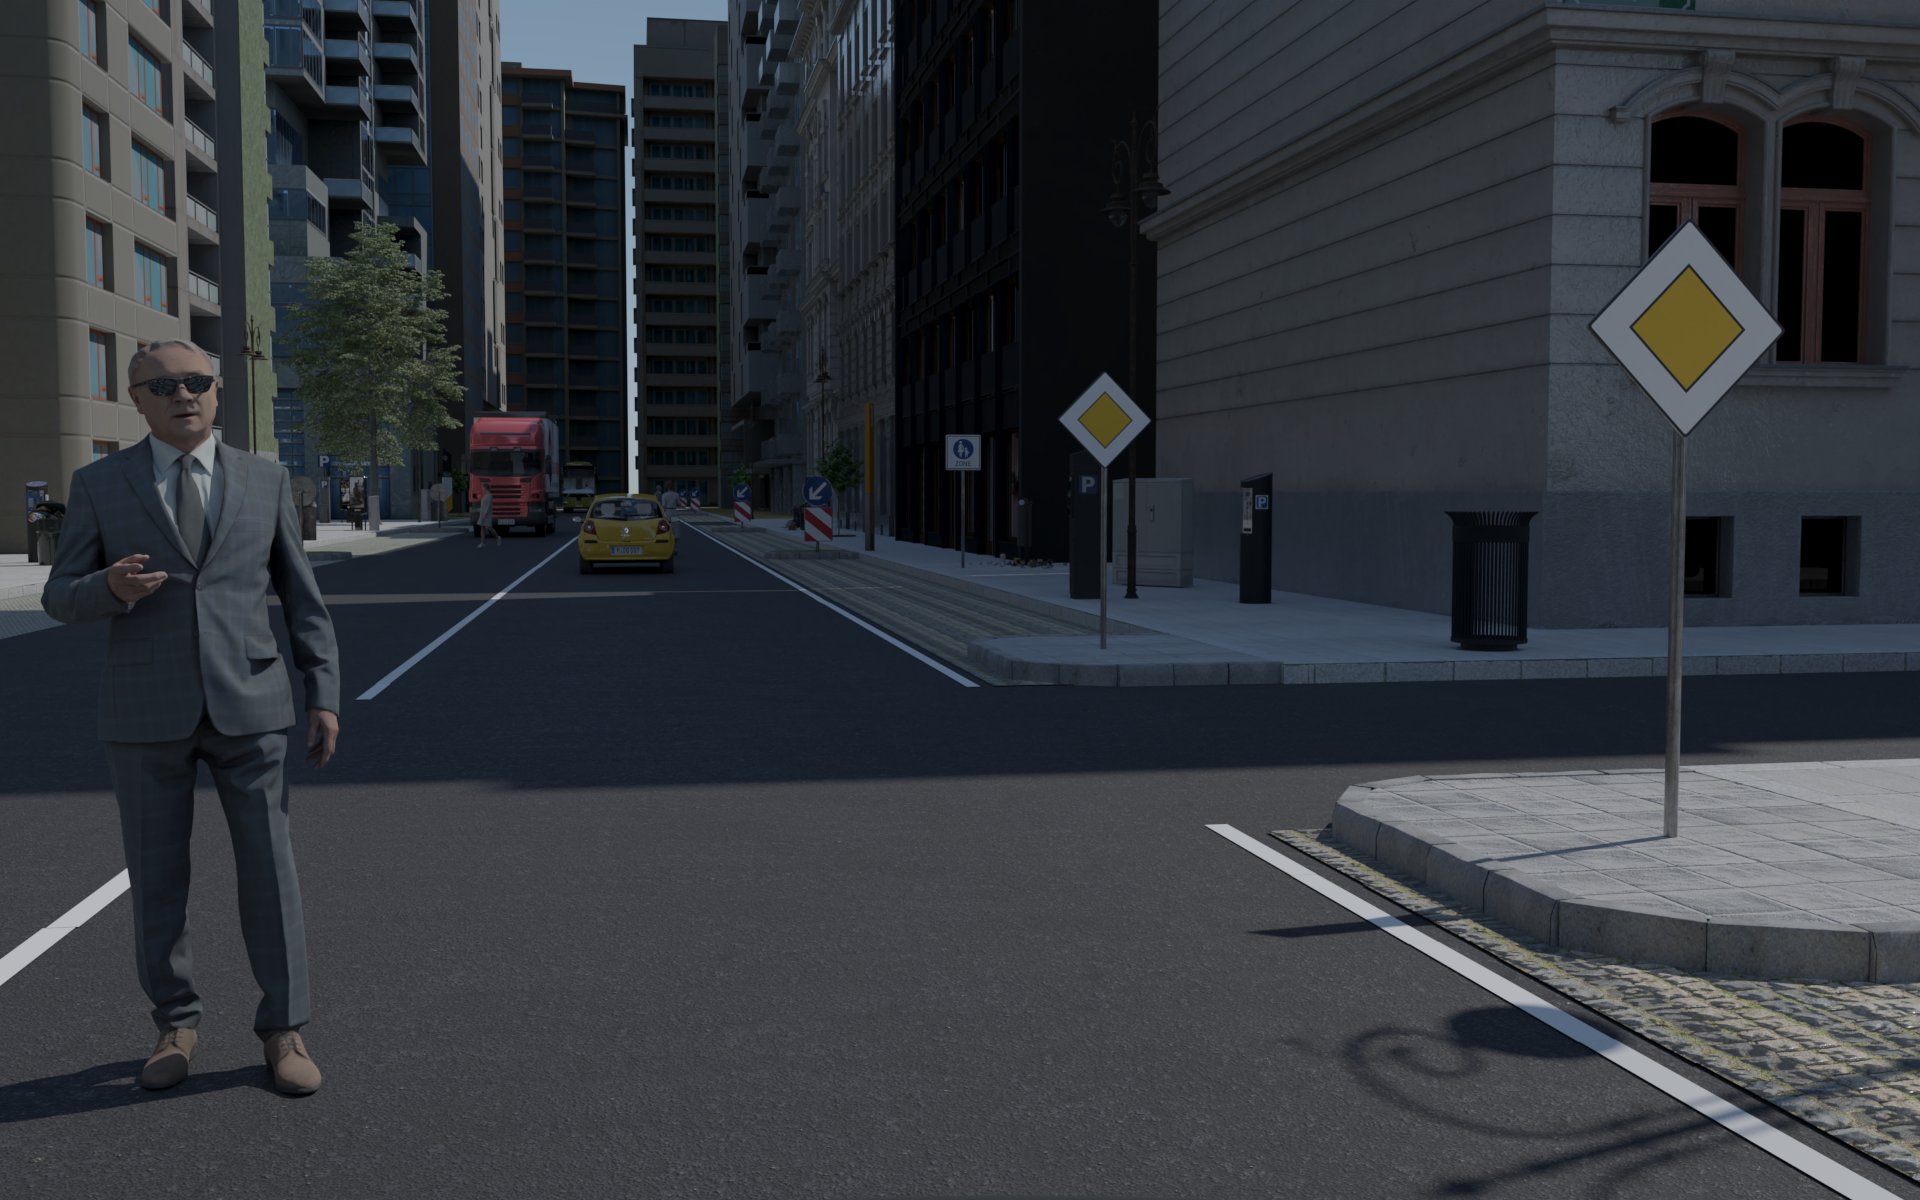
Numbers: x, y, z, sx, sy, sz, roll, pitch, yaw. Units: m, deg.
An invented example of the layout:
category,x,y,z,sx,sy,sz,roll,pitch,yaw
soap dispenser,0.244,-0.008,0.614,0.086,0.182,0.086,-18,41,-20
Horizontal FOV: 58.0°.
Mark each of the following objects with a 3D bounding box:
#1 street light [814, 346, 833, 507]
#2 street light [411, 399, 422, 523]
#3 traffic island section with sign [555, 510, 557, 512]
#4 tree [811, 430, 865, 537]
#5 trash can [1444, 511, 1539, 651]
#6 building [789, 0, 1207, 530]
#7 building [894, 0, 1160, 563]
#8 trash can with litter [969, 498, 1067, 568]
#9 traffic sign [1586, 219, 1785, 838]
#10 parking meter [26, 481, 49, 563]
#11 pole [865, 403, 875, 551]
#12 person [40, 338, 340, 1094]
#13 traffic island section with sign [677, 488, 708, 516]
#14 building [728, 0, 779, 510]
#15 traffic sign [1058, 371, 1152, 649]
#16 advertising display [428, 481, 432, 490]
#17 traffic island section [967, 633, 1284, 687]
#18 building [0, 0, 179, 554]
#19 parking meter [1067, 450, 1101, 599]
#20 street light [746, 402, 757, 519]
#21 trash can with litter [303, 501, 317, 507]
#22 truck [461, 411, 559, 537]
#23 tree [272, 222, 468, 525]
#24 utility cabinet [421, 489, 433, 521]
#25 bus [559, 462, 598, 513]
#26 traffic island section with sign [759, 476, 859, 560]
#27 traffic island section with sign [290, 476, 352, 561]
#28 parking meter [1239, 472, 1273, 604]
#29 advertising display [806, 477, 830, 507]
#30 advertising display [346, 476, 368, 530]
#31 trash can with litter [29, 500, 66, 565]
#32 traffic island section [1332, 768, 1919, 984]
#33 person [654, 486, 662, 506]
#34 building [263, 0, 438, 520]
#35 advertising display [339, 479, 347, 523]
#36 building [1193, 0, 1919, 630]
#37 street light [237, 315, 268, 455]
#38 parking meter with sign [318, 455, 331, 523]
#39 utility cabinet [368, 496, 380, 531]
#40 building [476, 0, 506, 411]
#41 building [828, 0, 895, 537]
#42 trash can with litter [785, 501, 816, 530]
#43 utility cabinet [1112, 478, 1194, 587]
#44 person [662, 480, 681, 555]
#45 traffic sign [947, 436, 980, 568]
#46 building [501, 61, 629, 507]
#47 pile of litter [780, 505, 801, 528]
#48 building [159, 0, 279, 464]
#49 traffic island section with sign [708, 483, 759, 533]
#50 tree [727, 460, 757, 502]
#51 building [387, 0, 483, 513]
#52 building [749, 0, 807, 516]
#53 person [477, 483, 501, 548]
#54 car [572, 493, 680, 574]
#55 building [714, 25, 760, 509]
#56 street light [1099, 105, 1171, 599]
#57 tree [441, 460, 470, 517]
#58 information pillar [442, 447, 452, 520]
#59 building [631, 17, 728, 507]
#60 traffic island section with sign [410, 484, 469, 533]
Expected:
category,x,y,z,sx,sy,sz,roll,pitch,yaw
street light,-4.275,-4.973,54.104,0.468,5.910,1.993,-1,4,-11
street light,-24.369,-6.429,77.908,0.468,5.910,1.993,-1,4,-11
traffic island section with sign,-33.565,-8.027,139.870,1.989,1.847,2.006,-1,4,-11
tree,-3.516,-3.517,52.099,1.663,3.219,1.824,0,3,0
trash can,4.375,-0.162,14.301,0.748,1.137,0.748,0,3,0
building,0.245,-17.770,77.929,14.401,28.519,23.554,-1,4,-11
building,5.719,-12.879,40.250,12.332,23.373,15.834,-1,4,-11
trash can with litter,1.112,-1.208,30.812,1.678,1.210,2.233,-1,4,-8
traffic sign,2.659,-0.170,6.424,0.795,2.450,0.064,-1,4,-11
parking meter,-17.251,-1.467,32.404,0.372,1.533,0.369,0,3,0
pole,-2.038,-2.764,39.029,0.158,3.312,0.155,0,3,0
person,-1.817,0.277,4.148,0.661,1.801,0.590,-2,4,-29
traffic island section with sign,-17.716,-6.504,114.973,1.989,1.847,2.006,-1,4,-11
building,-3.961,-33.458,136.270,28.713,52.752,27.495,-1,4,-11
traffic sign,1.183,-0.650,14.272,0.795,2.450,0.064,-1,4,-11
advertising display,-25.905,-4.862,84.711,0.123,1.923,0.974,-1,4,-13
traffic island section,1.205,0.485,14.354,2.009,0.180,2.903,-1,4,-11
building,-31.503,-11.227,28.600,27.650,21.520,28.899,-1,4,-11
parking meter,1.520,-0.945,21.170,0.399,1.863,0.255,-1,4,-9
street light,-10.480,-7.005,87.318,0.468,5.910,1.993,-1,4,-11
trash can with litter,-24.503,-3.278,64.984,0.624,1.170,1.055,-1,4,-16
truck,-15.641,-4.413,61.062,2.839,4.237,11.283,-1,4,-10
tree,-24.479,-9.422,72.182,7.486,12.596,7.792,0,3,0
utility cabinet,-25.582,-4.556,83.177,0.318,1.500,1.173,0,4,-5
bus,-29.621,-8.768,134.898,2.896,3.916,12.252,-1,4,-11
traffic island section with sign,-3.346,-1.829,38.530,1.989,1.847,2.006,-1,4,-11
traffic island section with sign,-14.335,-1.773,37.621,1.989,1.847,2.006,-1,4,-11
parking meter,3.475,-0.729,20.332,0.372,1.533,0.369,0,3,0
advertising display,-5.321,-3.656,64.985,0.974,1.923,0.123,1,4,23
advertising display,-21.418,-3.452,61.647,0.974,1.923,0.123,3,5,39
trash can with litter,-16.497,-1.221,31.345,0.624,1.170,1.055,-2,4,-28
traffic island section,2.680,0.965,6.506,2.009,0.180,2.903,-1,4,-11
person,-12.125,-3.736,69.987,0.834,1.777,0.661,-2,4,-31
building,-41.249,-47.975,97.070,22.319,86.520,31.000,-1,4,-11
advertising display,-27.034,-4.379,76.810,0.123,1.923,0.974,3,5,40
building,15.266,-14.450,23.649,23.554,28.519,14.401,-1,4,-11
street light,-18.274,-4.409,44.869,0.468,5.910,1.993,-1,4,-11
parking meter with sign,-28.217,-4.929,76.854,0.543,3.016,1.738,-1,4,-18
utility cabinet,-20.635,-3.045,60.952,0.306,1.237,1.020,-1,4,-23
building,-51.860,-33.824,142.256,27.495,52.752,28.713,-1,4,-11
building,1.579,-12.717,57.073,9.793,20.994,18.267,-1,4,-11
trash can with litter,-5.648,-3.052,61.285,1.055,1.170,0.624,-1,4,-15
utility cabinet,2.667,-0.940,24.049,1.173,1.500,0.318,3,5,43
person,-6.796,-1.935,40.702,0.480,1.755,0.524,-2,4,-26
traffic sign,0.051,-1.705,30.005,0.606,2.300,0.079,-1,4,-9
building,-48.603,-32.010,177.991,28.867,44.769,22.147,-1,4,-11
pile of litter,-6.191,-3.220,66.611,1.719,0.858,1.176,1,4,22
building,-32.148,-22.917,58.291,14.154,41.232,14.086,-1,4,-11
traffic island section with sign,-8.330,-3.451,65.054,1.989,1.847,2.006,-1,4,-11
tree,-12.562,-6.399,99.231,1.663,3.219,1.824,0,3,0
building,-41.392,-28.816,121.252,14.600,45.320,14.200,-1,4,-11
building,-0.757,-29.844,107.557,23.786,49.044,30.456,-1,4,-11
person,-12.720,-2.288,46.653,0.466,1.731,0.760,2,4,25
car,-6.272,-1.366,32.553,2.015,1.641,3.980,-1,4,-11
building,-14.974,-28.904,156.175,14.154,41.232,14.086,-1,4,-11
street light,2.109,-2.956,21.123,0.468,5.910,1.993,-1,4,-11
tree,-28.738,-6.374,98.810,1.663,3.219,1.824,0,3,0
information pillar,-25.386,-5.769,85.679,0.504,3.616,0.183,-3,5,-40
building,-23.435,-34.163,182.259,21.600,48.544,21.300,-1,4,-11
traffic island section with sign,-19.415,-3.426,64.648,1.989,1.847,2.006,-1,4,-11
